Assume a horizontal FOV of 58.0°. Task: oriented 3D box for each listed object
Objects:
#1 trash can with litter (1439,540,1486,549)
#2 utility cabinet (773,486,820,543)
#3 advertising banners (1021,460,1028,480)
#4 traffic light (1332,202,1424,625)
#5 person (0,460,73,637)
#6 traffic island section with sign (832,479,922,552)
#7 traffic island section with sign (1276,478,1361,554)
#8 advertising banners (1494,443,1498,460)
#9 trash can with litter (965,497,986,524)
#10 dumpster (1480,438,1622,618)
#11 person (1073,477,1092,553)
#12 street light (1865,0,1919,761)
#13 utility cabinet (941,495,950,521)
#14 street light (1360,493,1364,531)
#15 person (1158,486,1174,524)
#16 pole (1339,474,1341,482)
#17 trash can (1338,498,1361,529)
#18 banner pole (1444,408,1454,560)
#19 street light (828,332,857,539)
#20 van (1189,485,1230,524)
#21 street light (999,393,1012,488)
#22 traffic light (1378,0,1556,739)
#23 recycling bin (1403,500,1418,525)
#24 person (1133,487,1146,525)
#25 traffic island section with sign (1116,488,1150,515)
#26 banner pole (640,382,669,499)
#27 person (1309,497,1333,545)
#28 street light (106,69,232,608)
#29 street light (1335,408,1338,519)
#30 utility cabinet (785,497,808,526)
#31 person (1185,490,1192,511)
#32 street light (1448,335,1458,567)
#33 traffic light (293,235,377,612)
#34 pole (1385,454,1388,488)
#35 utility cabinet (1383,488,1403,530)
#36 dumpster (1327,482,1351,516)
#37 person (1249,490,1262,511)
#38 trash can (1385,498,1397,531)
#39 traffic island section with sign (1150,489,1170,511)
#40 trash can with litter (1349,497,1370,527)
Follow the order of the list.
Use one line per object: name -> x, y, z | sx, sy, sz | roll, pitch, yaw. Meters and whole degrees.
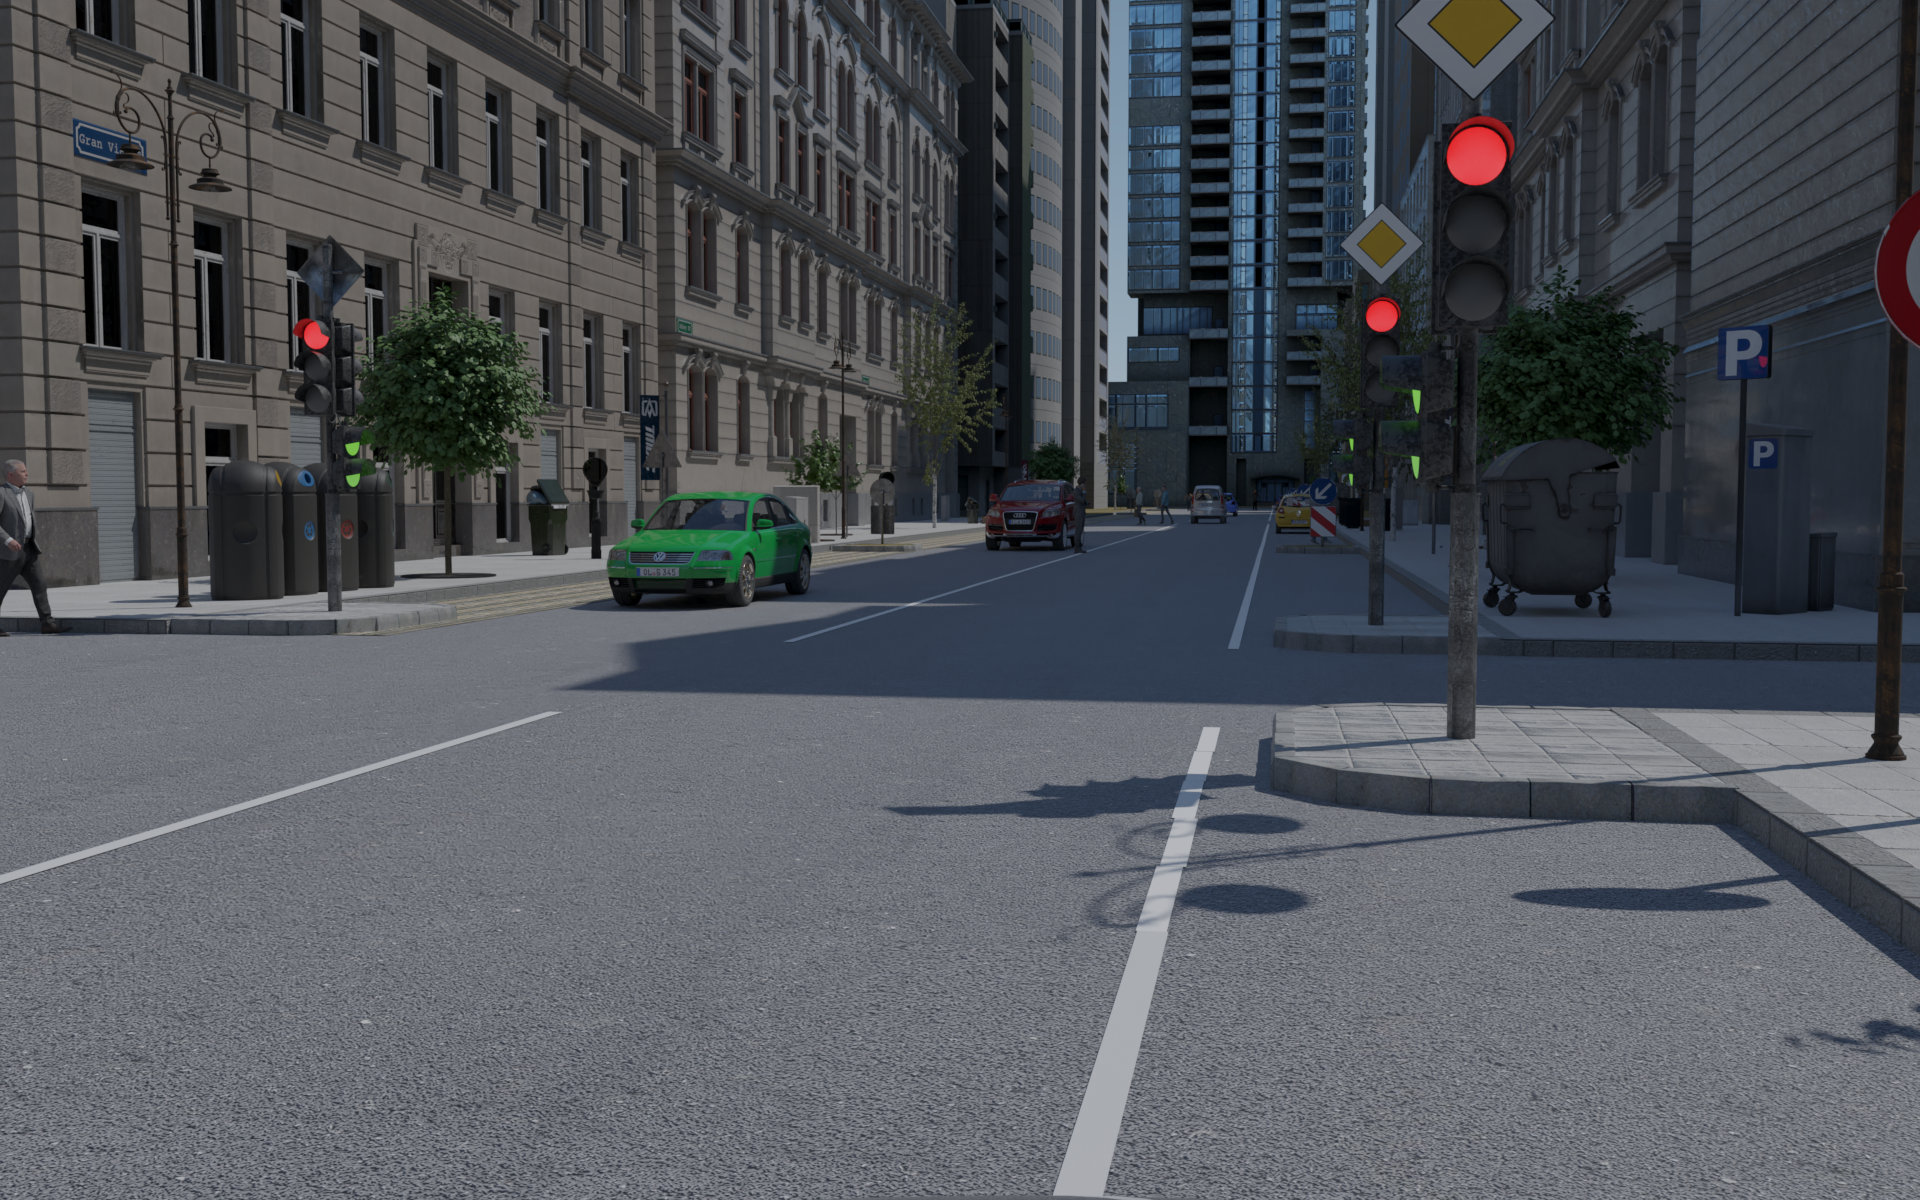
trash can with litter -> 12.261, -1.839, 41.120 | 1.678, 1.210, 2.233 | 1, 4, 16
utility cabinet -> -4.236, -2.214, 44.874 | 1.173, 1.500, 0.318 | 1, 4, 8
advertising banners -> 3.896, -5.717, 89.659 | 2.074, 3.025, 0.090 | -3, 5, -40
traffic light -> 4.059, -1.709, 16.868 | 0.839, 4.253, 0.868 | 1, 4, 10
person -> -9.425, -0.521, 17.422 | 0.834, 1.777, 0.661 | 0, 4, 2
traffic island section with sign -> -2.015, -2.138, 43.586 | 1.989, 1.847, 2.006 | 1, 4, 10
traffic island section with sign -> 8.761, -2.067, 42.418 | 1.989, 1.847, 2.006 | 1, 4, 10
advertising banners -> 11.914, -2.565, 38.124 | 0.090, 3.025, 2.074 | 1, 4, 9
trash can with litter -> 0.777, -3.875, 74.751 | 1.055, 1.170, 0.624 | -1, 4, -10
dumpster -> 6.374, -0.793, 18.724 | 1.264, 1.857, 1.865 | 1, 4, 10
person -> 2.964, -2.060, 41.983 | 0.447, 1.846, 0.655 | 1, 4, 9
street light -> 4.493, -2.167, 8.226 | 0.468, 5.910, 1.993 | 1, 4, 10
utility cabinet -> -0.700, -4.320, 81.790 | 0.306, 1.237, 1.020 | 1, 4, 8
street light -> 13.922, -5.322, 59.800 | 0.468, 5.910, 1.993 | 1, 4, 10
person -> 9.864, -4.566, 83.009 | 0.748, 1.841, 0.638 | 3, 4, 36
pole -> 19.897, -5.904, 90.379 | 0.158, 3.312, 0.155 | 0, 3, 0
trash can -> 14.635, -3.230, 64.462 | 0.748, 1.137, 0.748 | 0, 3, 0
banner pole -> 9.615, -2.679, 33.818 | 0.401, 3.779, 0.863 | -2, 4, -34
street light -> -3.340, -4.690, 49.477 | 0.468, 5.910, 1.993 | 1, 4, 10
van -> 12.206, -4.763, 84.884 | 2.013, 2.044, 4.112 | 1, 4, 10
street light -> 2.107, -6.500, 79.068 | 0.468, 5.910, 1.993 | 1, 4, 10
traffic light -> 2.622, -1.229, 9.013 | 0.839, 4.253, 0.868 | 1, 4, 10
recycling bin -> 18.357, -3.577, 71.045 | 0.722, 1.027, 0.722 | 0, 4, 0
person -> 8.384, -4.383, 80.648 | 0.515, 1.767, 0.782 | 0, 4, -6
traffic island section with sign -> 11.842, -6.770, 119.320 | 1.989, 1.847, 2.006 | 1, 4, 10
banner pole -> -6.745, -2.970, 38.577 | 0.863, 3.779, 0.401 | -2, 4, -32
person -> 10.209, -2.464, 48.772 | 0.713, 1.824, 0.794 | 2, 4, 26
street light -> -8.795, -2.854, 19.444 | 0.468, 5.910, 1.993 | 1, 4, 10
street light -> 19.400, -7.124, 89.272 | 0.468, 5.910, 1.993 | 1, 4, 10
utility cabinet -> -4.073, -1.970, 43.365 | 0.306, 1.237, 1.020 | 1, 4, 12
person -> 19.308, -8.327, 145.373 | 0.721, 1.735, 1.217 | -3, 5, -42
street light -> 8.679, -3.517, 30.286 | 0.468, 5.910, 1.993 | 1, 4, 10
traffic light -> -6.825, -1.830, 18.836 | 0.839, 4.253, 0.868 | 1, 4, 10
pole -> 20.798, -5.545, 84.510 | 0.158, 3.312, 0.155 | 0, 3, 0
utility cabinet -> 15.294, -3.235, 61.575 | 1.173, 1.500, 0.318 | -3, 5, -44
dumpster -> 18.480, -4.832, 84.757 | 1.264, 1.857, 1.865 | 1, 4, 10
person -> 25.354, -8.569, 148.745 | 1.348, 1.807, 0.705 | -1, 4, -20
trash can -> 14.727, -2.956, 59.976 | 0.748, 1.137, 0.748 | 0, 3, 0
traffic island section with sign -> 16.689, -8.392, 145.838 | 1.989, 1.847, 2.006 | 1, 4, 10
trash can with litter -> 15.782, -3.489, 68.440 | 1.055, 1.170, 0.624 | 1, 4, 14
